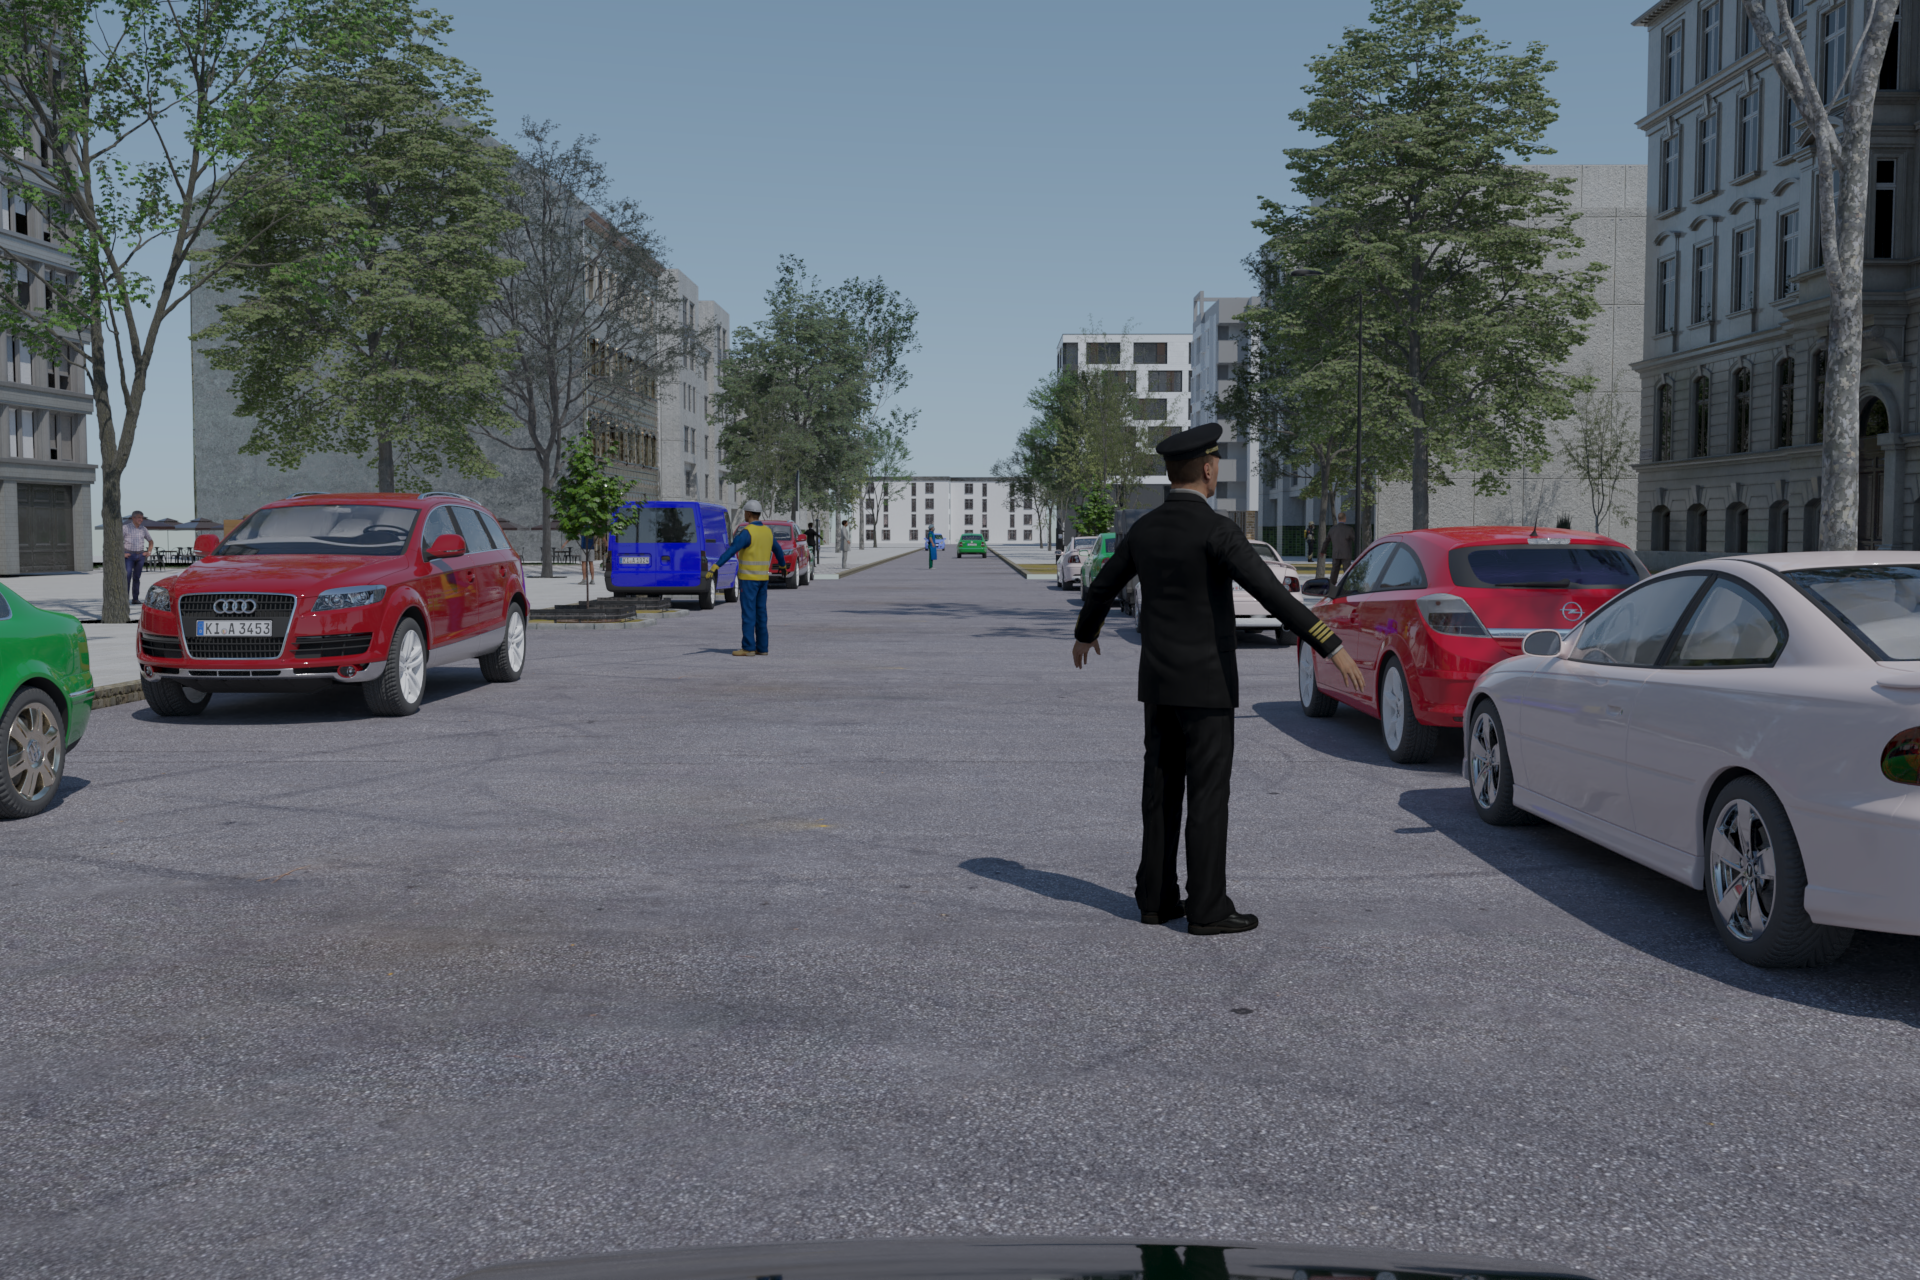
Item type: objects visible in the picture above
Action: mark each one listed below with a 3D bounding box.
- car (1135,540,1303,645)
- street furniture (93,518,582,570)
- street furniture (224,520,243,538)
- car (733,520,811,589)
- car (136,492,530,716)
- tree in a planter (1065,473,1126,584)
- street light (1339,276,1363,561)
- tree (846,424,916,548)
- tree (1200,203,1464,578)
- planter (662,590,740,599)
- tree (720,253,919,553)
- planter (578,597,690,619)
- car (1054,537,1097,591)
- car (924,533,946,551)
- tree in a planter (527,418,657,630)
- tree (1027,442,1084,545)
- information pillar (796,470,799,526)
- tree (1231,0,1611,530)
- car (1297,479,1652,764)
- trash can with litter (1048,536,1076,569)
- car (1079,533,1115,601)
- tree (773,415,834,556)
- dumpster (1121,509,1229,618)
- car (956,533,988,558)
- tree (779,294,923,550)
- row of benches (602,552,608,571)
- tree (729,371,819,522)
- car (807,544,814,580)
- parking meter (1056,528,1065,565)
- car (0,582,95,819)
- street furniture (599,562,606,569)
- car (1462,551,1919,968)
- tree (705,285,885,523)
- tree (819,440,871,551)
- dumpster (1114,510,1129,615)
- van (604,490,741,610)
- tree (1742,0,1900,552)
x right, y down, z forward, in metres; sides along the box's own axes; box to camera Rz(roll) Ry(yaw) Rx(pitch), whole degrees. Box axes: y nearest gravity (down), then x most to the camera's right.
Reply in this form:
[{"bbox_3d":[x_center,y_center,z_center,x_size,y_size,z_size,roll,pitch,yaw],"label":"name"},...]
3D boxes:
[{"bbox_3d":[3.465,-0.692,23.677,2.083,1.381,4.827,0,4,1],"label":"car"},{"bbox_3d":[-29.070,-3.808,67.290,27.439,1.986,14.083,0,4,1],"label":"street furniture"},{"bbox_3d":[-19.276,-2.904,54.327,11.010,1.723,9.812,0,4,4],"label":"street furniture"},{"bbox_3d":[-5.217,-2.329,46.754,2.281,1.827,5.304,0,4,0],"label":"car"},{"bbox_3d":[-5.313,-0.406,15.306,2.281,1.827,5.304,0,4,0],"label":"car"},{"bbox_3d":[3.969,-3.261,50.544,1.991,3.239,1.994,0,3,0],"label":"tree in a planter"},{"bbox_3d":[7.573,-3.546,30.513,1.470,5.913,1.316,0,3,0],"label":"street light"},{"bbox_3d":[-7.886,-14.410,161.357,9.928,11.665,9.643,0,3,0],"label":"tree"},{"bbox_3d":[10.224,-6.904,47.297,7.601,10.594,8.767,-1,4,-13],"label":"tree"},{"bbox_3d":[-5.789,-1.102,39.150,1.991,0.319,1.994,0,4,1],"label":"planter"},{"bbox_3d":[-9.433,-16.034,118.043,12.611,20.169,13.585,0,3,0],"label":"tree"},{"bbox_3d":[-5.793,-0.556,30.235,1.991,0.319,1.994,0,3,0],"label":"planter"},{"bbox_3d":[3.531,-2.017,45.344,2.083,1.381,4.827,0,4,1],"label":"car"},{"bbox_3d":[-2.135,-8.502,148.599,1.945,1.707,3.694,0,4,0],"label":"car"},{"bbox_3d":[-5.803,-1.814,26.881,1.991,3.239,1.994,0,4,1],"label":"tree in a planter"},{"bbox_3d":[6.706,-9.851,111.430,4.360,8.622,3.978,0,3,0],"label":"tree"},{"bbox_3d":[-5.934,-4.400,63.302,0.183,3.616,0.504,0,3,0],"label":"information pillar"},{"bbox_3d":[9.287,-7.210,36.016,7.486,12.596,7.792,0,3,0],"label":"tree"},{"bbox_3d":[3.594,-0.199,12.290,2.155,1.783,4.494,0,3,0],"label":"car"},{"bbox_3d":[4.079,-3.162,62.750,1.678,1.210,2.233,0,4,-2],"label":"trash can with litter"},{"bbox_3d":[3.467,-1.644,35.672,1.959,1.807,4.718,0,3,0],"label":"car"},{"bbox_3d":[-8.393,-9.270,101.929,4.360,8.622,3.978,0,3,0],"label":"tree"},{"bbox_3d":[3.690,-1.324,29.856,1.865,1.857,1.264,0,4,1],"label":"dumpster"},{"bbox_3d":[0.710,-5.814,103.863,1.959,1.807,4.718,0,4,0],"label":"car"},{"bbox_3d":[-9.019,-17.349,139.546,12.611,20.169,13.585,0,3,0],"label":"tree"},{"bbox_3d":[-11.708,-2.680,59.284,1.422,0.672,4.104,-1,4,-18],"label":"row of benches"},{"bbox_3d":[-8.854,-7.841,78.557,4.360,8.622,3.978,0,3,0],"label":"tree"},{"bbox_3d":[-5.437,-2.469,52.174,2.131,1.459,4.920,0,4,0],"label":"car"},{"bbox_3d":[4.203,-3.931,72.690,0.372,1.533,0.369,0,3,0],"label":"parking meter"},{"bbox_3d":[-5.574,0.085,7.400,1.959,1.807,4.718,0,4,0],"label":"car"},{"bbox_3d":[-11.363,-3.242,68.630,5.734,0.657,10.072,0,4,-3],"label":"street furniture"},{"bbox_3d":[3.517,0.322,7.102,2.083,1.381,4.827,0,4,0],"label":"car"},{"bbox_3d":[-8.635,-11.257,90.713,9.857,13.997,8.962,0,3,0],"label":"tree"},{"bbox_3d":[-8.378,-10.911,128.752,4.737,8.622,4.395,0,3,0],"label":"tree"},{"bbox_3d":[3.685,-1.407,31.224,1.865,1.857,1.264,0,4,1],"label":"dumpster"},{"bbox_3d":[-5.595,-1.841,34.485,2.240,2.365,5.245,0,3,0],"label":"van"},{"bbox_3d":[9.392,-10.066,20.476,12.611,20.169,13.585,0,3,0],"label":"tree"}]
